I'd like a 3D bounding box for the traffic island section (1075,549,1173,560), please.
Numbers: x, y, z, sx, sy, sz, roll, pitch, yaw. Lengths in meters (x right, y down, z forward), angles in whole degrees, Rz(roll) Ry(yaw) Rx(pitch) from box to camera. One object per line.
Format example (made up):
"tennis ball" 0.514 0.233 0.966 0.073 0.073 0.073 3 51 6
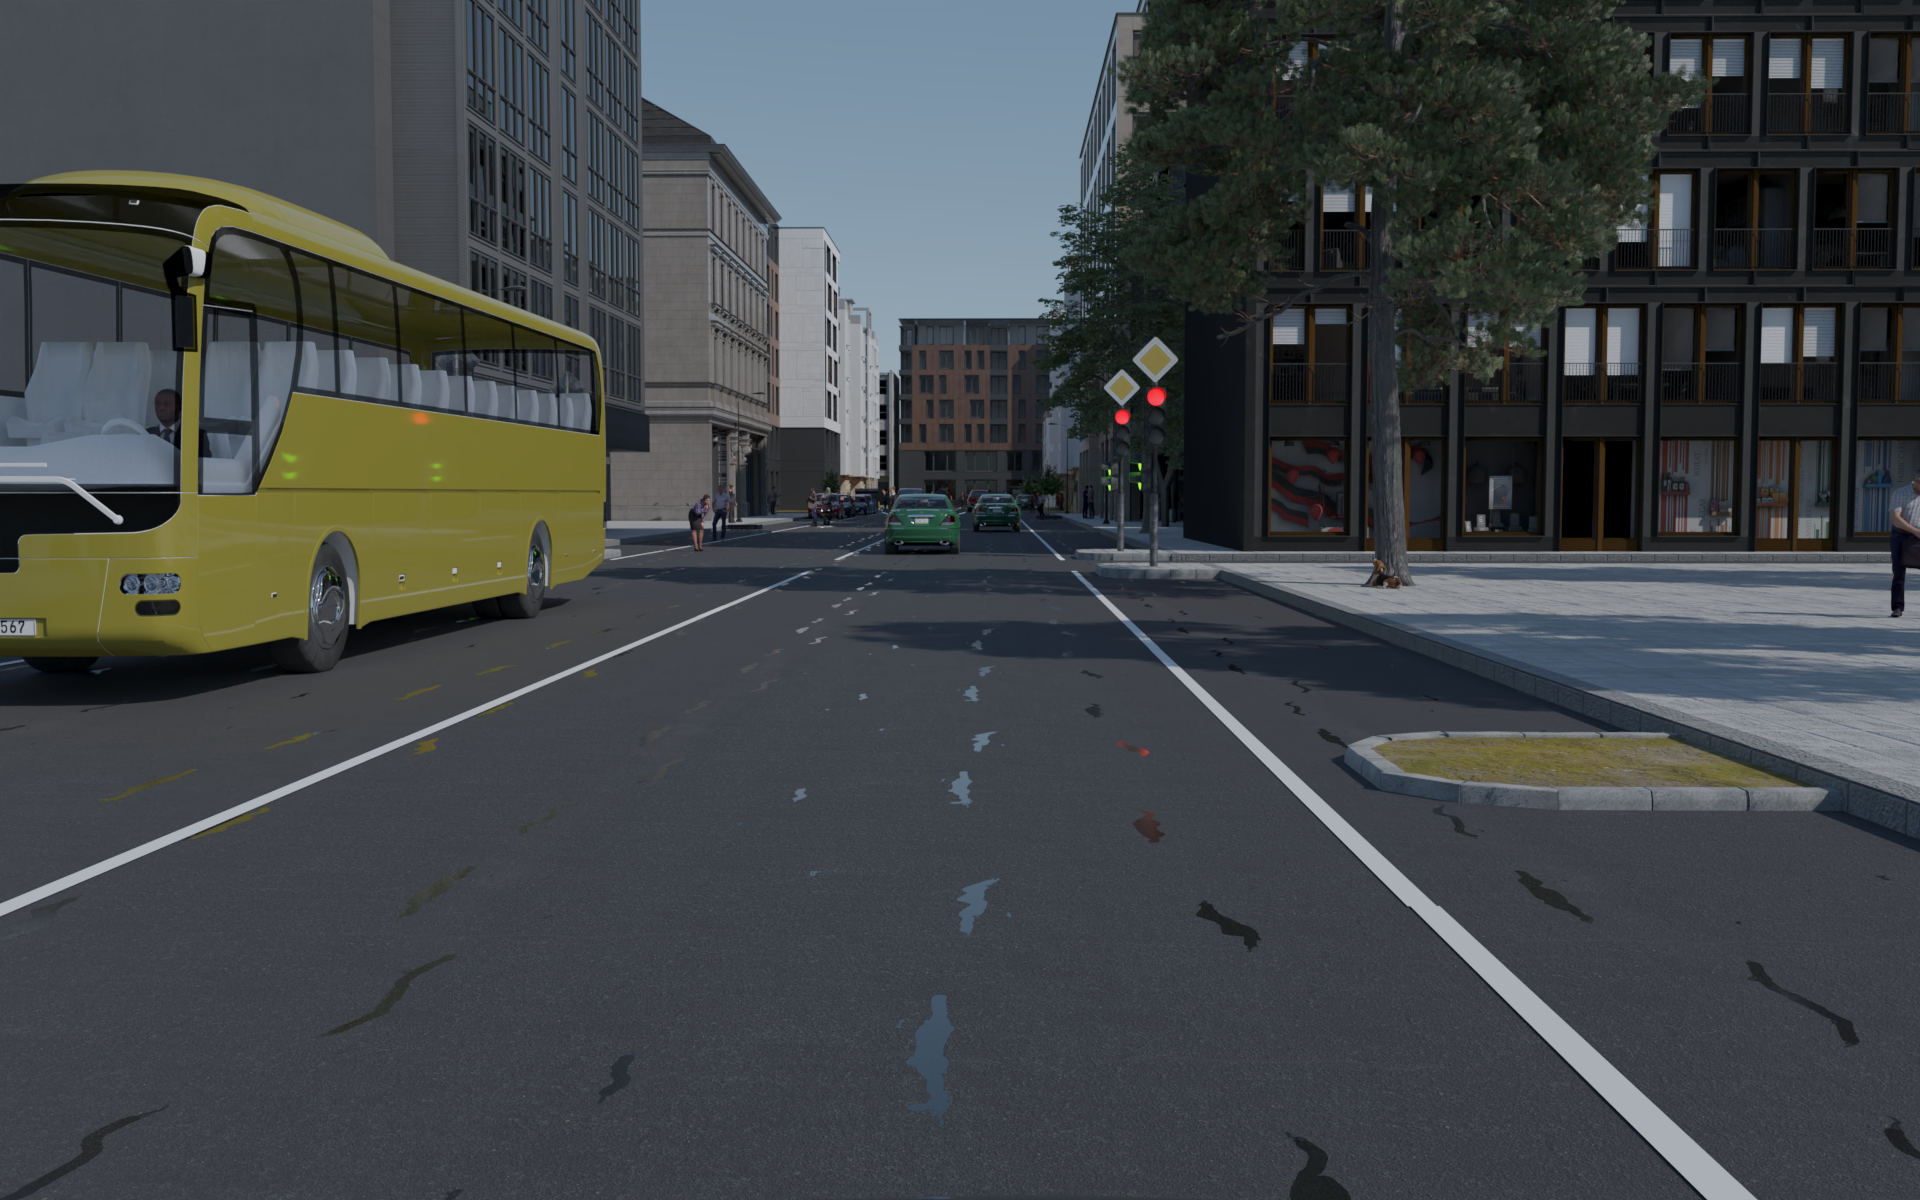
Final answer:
"traffic island section" 3.615 -1.007 38.747 2.009 0.180 2.903 0 4 1

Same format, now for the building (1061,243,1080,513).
"building" 16.236 -16.890 132.573 16.016 20.091 11.380 0 4 1

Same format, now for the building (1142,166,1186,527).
"building" 15.846 -12.432 70.714 16.820 18.784 16.811 0 4 1

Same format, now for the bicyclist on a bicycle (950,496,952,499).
"bicyclist on a bicycle" -1.168 -10.340 179.078 1.499 1.676 1.625 0 4 2

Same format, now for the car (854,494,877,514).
"car" -6.985 -6.854 124.069 2.014 1.417 4.499 0 4 3

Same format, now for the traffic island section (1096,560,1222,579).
"traffic island section" 3.460 -0.519 30.763 2.009 0.180 2.903 0 4 1

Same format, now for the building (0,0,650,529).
"building" -18.501 -15.745 50.941 14.314 27.812 24.014 0 4 1

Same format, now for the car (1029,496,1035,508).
"car" 5.707 -8.740 154.700 2.131 1.459 4.920 0 4 0

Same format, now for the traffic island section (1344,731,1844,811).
"traffic island section" 3.035 0.858 8.838 1.991 0.108 1.994 0 4 1

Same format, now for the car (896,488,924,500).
"car" -3.044 -6.042 107.455 2.281 1.827 5.304 0 3 0

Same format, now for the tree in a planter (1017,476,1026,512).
"tree in a planter" 5.595 -8.792 140.969 1.991 3.239 1.994 0 4 1

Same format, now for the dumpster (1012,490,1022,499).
"dumpster" 6.337 -10.533 180.437 1.865 1.857 1.264 0 4 1

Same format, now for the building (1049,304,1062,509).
"building" 16.124 -18.280 155.297 16.016 20.091 11.380 0 4 1

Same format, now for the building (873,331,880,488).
"building" -14.405 -19.918 182.083 11.380 20.091 16.016 0 4 1

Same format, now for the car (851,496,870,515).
"car" -7.092 -6.497 118.813 1.945 1.354 3.894 0 4 1

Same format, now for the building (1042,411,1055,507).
"building" 13.187 -14.264 175.365 9.099 9.664 28.070 0 4 1

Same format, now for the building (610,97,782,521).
"building" -16.236 -14.214 83.306 10.553 20.767 40.483 0 4 1

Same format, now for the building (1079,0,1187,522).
"building" 17.121 -17.859 96.503 19.350 26.468 34.151 0 4 1

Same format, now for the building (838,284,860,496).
"building" -17.577 -18.142 153.035 16.016 20.091 11.380 0 4 1

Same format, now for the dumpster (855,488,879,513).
"dumpster" -6.945 -7.394 129.109 1.865 1.857 1.264 0 4 0

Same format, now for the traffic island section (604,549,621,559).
"traffic island section" -8.824 -1.022 38.993 2.009 0.180 2.903 0 4 1

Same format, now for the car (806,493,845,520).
"car" -7.516 -5.401 97.341 2.155 1.783 4.494 0 4 0

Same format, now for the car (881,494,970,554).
"car" -0.908 -1.903 42.906 2.131 1.459 4.920 0 4 0

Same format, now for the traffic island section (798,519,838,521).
"traffic island section" -7.483 -4.221 91.885 1.991 0.108 1.994 0 4 1

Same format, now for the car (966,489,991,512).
"car" 1.627 -7.949 138.645 2.281 1.827 5.304 0 4 2

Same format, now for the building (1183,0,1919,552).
"building" 14.324 -13.093 43.748 15.834 23.373 12.332 0 4 1

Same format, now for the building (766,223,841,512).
"building" -24.372 -17.543 130.794 27.936 21.610 32.646 0 4 1

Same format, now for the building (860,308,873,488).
"building" -16.969 -18.911 165.611 16.016 20.091 11.380 0 4 1

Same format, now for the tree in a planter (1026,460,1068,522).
"tree in a planter" 4.612 -5.690 90.250 1.991 3.239 1.994 0 4 1

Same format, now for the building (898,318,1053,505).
"building" 9.358 -22.482 211.553 32.646 21.610 27.936 0 4 1

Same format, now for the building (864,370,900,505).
"building" -23.393 -20.866 207.610 31.486 18.905 16.747 0 4 1

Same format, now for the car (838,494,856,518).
"car" -7.412 -5.907 106.362 2.009 1.686 4.222 0 4 3

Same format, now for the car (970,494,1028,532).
"car" 1.409 -3.395 67.301 2.131 1.459 4.920 0 4 0

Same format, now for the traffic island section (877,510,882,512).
"traffic island section" -6.518 -7.230 141.081 1.991 0.108 1.994 0 4 1

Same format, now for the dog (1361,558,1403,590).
"dog" 5.747 -0.358 23.594 0.550 0.427 0.748 1 4 11

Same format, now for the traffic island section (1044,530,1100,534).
"traffic island section" 4.092 -2.480 63.407 1.991 0.108 1.994 0 4 1
